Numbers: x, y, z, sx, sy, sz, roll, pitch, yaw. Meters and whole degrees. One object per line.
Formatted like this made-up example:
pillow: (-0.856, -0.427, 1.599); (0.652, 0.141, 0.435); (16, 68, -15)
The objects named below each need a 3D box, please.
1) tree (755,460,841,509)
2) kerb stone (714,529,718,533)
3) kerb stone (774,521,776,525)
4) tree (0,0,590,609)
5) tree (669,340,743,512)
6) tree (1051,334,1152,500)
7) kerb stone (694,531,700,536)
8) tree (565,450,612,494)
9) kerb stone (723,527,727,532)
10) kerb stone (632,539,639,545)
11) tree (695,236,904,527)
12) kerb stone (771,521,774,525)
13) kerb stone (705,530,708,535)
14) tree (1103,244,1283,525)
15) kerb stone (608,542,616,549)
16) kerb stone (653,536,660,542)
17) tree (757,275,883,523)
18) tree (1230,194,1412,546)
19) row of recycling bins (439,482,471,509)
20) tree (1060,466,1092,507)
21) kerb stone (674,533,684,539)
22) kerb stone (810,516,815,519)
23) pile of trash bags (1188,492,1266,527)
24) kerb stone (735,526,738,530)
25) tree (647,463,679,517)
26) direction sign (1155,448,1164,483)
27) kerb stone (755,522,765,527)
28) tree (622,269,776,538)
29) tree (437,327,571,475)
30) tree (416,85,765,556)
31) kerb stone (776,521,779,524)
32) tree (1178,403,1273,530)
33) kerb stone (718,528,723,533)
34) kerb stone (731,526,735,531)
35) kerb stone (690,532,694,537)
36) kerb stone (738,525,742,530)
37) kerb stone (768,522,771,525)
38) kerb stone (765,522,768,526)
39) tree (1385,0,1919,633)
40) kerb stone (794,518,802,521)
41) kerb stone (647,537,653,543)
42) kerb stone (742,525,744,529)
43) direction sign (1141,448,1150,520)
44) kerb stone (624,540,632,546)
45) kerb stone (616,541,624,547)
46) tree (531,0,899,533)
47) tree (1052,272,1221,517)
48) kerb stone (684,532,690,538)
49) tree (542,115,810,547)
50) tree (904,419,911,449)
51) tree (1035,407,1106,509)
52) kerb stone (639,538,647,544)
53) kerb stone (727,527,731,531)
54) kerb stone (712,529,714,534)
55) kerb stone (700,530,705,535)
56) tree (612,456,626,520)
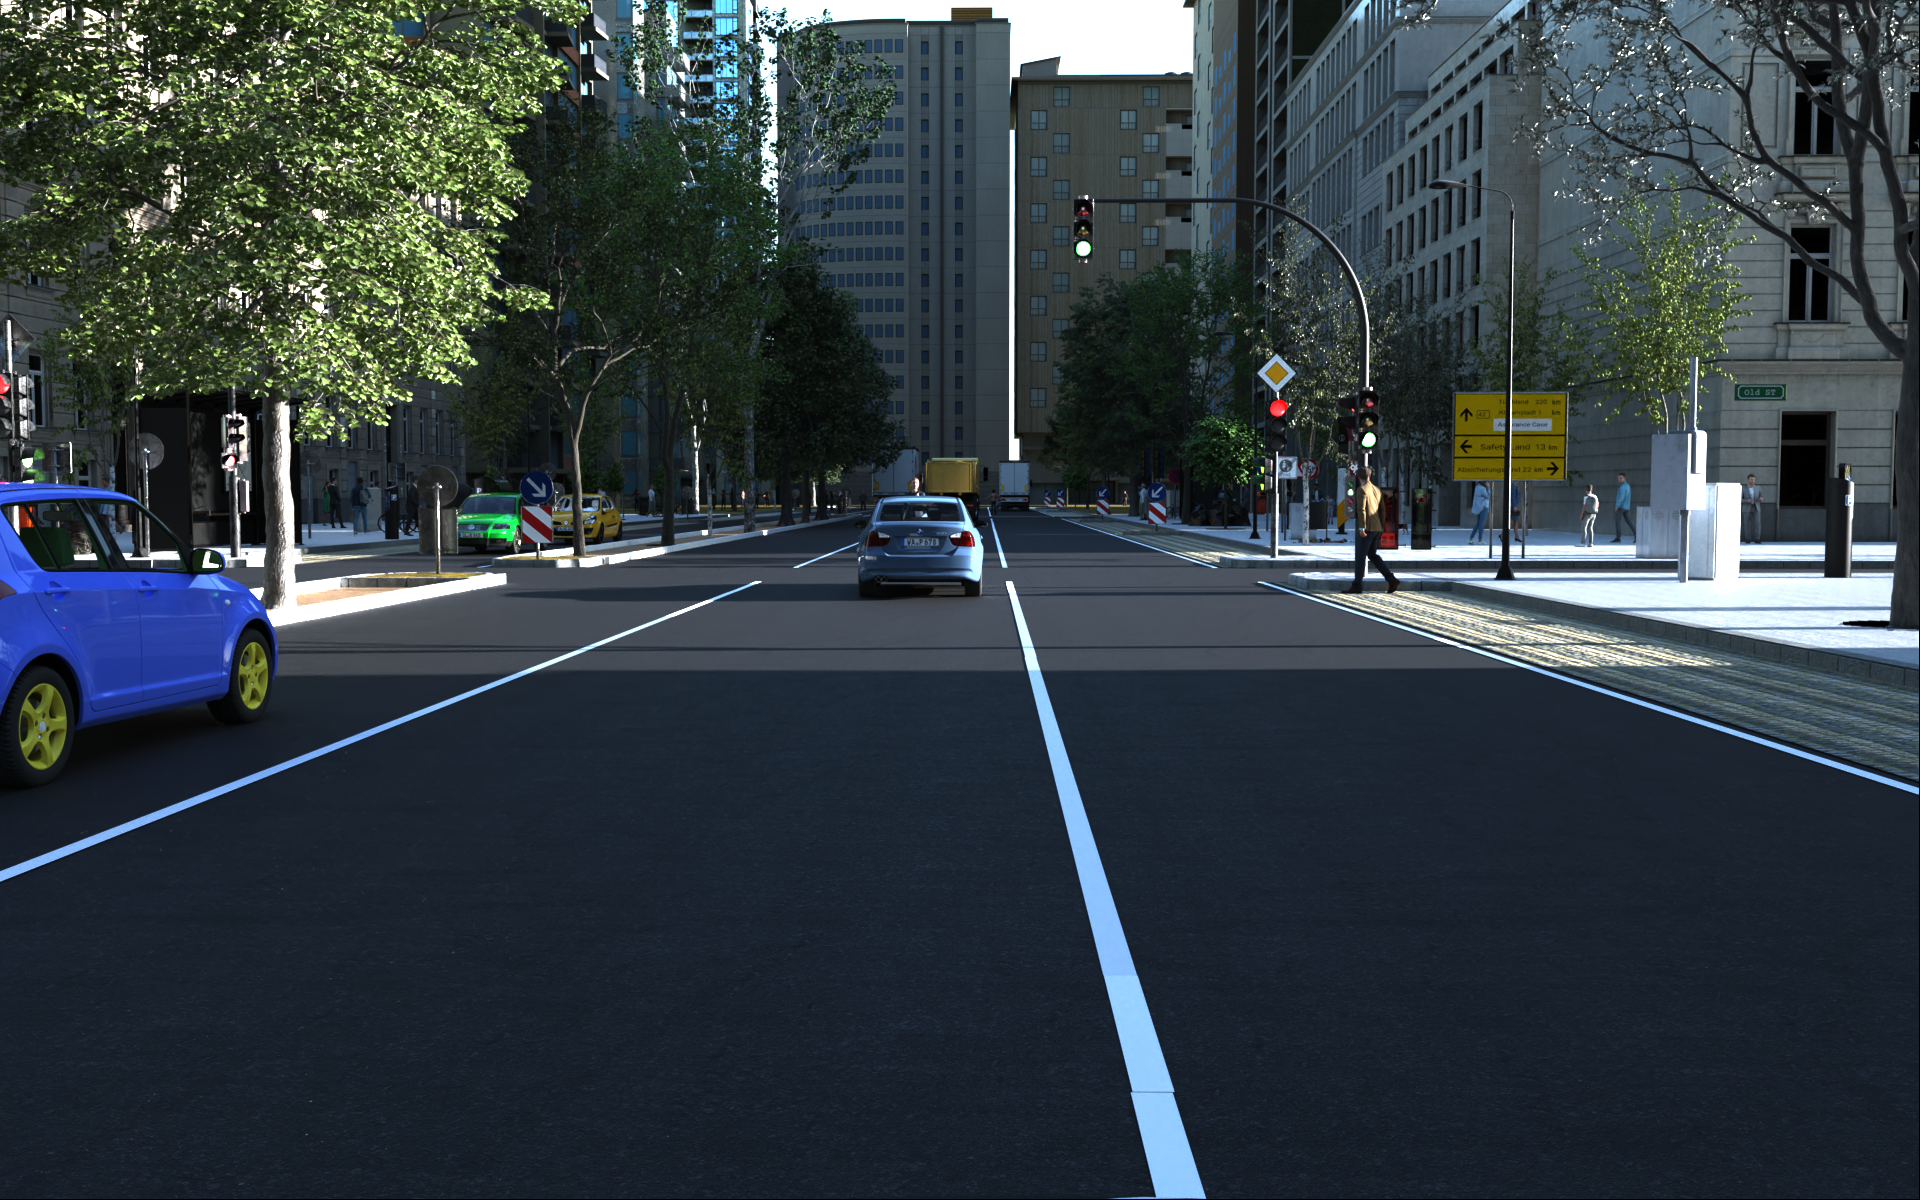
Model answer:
tree: (-15.620, -16.902, 182.997); (9.857, 13.997, 8.962); (0, 3, 0)
kerb stone: (-8.976, -2.470, 62.711); (0.120, 0.150, 1.000); (0, 4, 1)
kerb stone: (-8.735, -3.543, 80.150); (0.120, 0.150, 1.000); (0, 4, 1)
tree: (-8.595, -6.182, 21.659); (7.486, 12.596, 7.792); (0, 3, 0)
tree: (-16.490, -13.265, 127.245); (12.009, 13.543, 11.850); (0, 3, 0)
tree: (9.960, -12.439, 121.505); (7.486, 12.596, 7.792); (0, 3, 0)
kerb stone: (-9.043, -2.227, 58.613); (0.120, 0.150, 1.000); (0, 4, 1)
tree: (-16.420, -4.945, 75.449); (1.663, 3.219, 1.824); (0, 3, 0)
kerb stone: (-8.948, -2.603, 64.760); (0.120, 0.150, 1.000); (0, 4, 1)
kerb stone: (-9.187, -1.600, 48.365); (0.120, 0.150, 1.000); (0, 4, 1)
tree: (-7.638, -9.577, 76.051); (9.611, 12.733, 9.660); (0, 3, 0)
kerb stone: (-8.754, -3.482, 79.126); (0.120, 0.150, 1.000); (0, 4, 1)
kerb stone: (-9.012, -2.352, 60.659); (0.120, 0.150, 1.000); (0, 4, 1)
tree: (9.574, -8.977, 72.537); (9.928, 11.665, 9.643); (0, 3, 0)
kerb stone: (-9.224, -1.413, 45.291); (0.120, 0.150, 1.000); (0, 4, 1)
kerb stone: (-9.141, -1.788, 51.436); (0.120, 0.150, 1.000); (0, 4, 1)
tree: (-7.710, -10.079, 85.373); (7.486, 12.596, 7.792); (0, 3, 0)
tree: (8.579, -5.636, 42.506); (4.360, 8.622, 3.978); (0, 3, 0)
row of recycling bins: (-18.293, -3.416, 62.960); (1.069, 1.692, 3.534); (-1, 4, -22)
tree: (11.370, -11.367, 169.567); (4.285, 4.588, 4.351); (0, 3, 0)
kerb stone: (-9.078, -2.039, 55.538); (0.120, 0.150, 1.000); (0, 4, 1)
kerb stone: (-8.466, -4.739, 99.676); (0.120, 0.150, 1.000); (0, 4, 1)
pile of trash bags: (10.991, -3.667, 69.709); (3.447, 1.369, 1.912); (-2, 4, -30)
kerb stone: (-8.909, -2.792, 67.838); (0.120, 0.150, 1.000); (0, 4, 1)
tree: (-16.801, -6.310, 97.772); (1.663, 3.219, 1.824); (0, 3, 0)
direction sign: (9.837, -5.731, 85.696); (0.379, 3.537, 0.876); (-2, 4, -26)
kerb stone: (-8.793, -3.293, 76.033); (0.120, 0.150, 1.000); (0, 4, 1)
tree: (-7.991, -6.258, 55.146); (4.737, 8.622, 4.395); (0, 3, 0)
tree: (-19.851, -7.566, 74.073); (4.737, 8.622, 4.395); (0, 3, 0)
tree: (-8.385, -6.205, 38.327); (8.767, 10.594, 7.601); (0, 4, 1)
kerb stone: (-8.721, -3.602, 81.177); (0.120, 0.150, 1.000); (0, 4, 1)
tree: (9.587, -4.831, 62.694); (4.285, 4.588, 4.351); (0, 3, 0)
kerb stone: (-8.964, -2.541, 63.737); (0.120, 0.150, 1.000); (0, 4, 1)
kerb stone: (-8.923, -2.729, 66.813); (0.120, 0.150, 1.000); (0, 4, 1)
kerb stone: (-9.059, -2.164, 57.583); (0.120, 0.150, 1.000); (0, 4, 1)
kerb stone: (-8.896, -2.854, 68.866); (0.120, 0.150, 1.000); (0, 4, 1)
kerb stone: (-8.763, -3.419, 78.088); (0.120, 0.150, 1.000); (0, 4, 1)
kerb stone: (-8.780, -3.350, 77.058); (0.120, 0.150, 1.000); (0, 4, 1)
tree: (8.983, -6.478, 16.278); (12.009, 13.543, 11.850); (0, 3, 0)
kerb stone: (-8.577, -4.237, 91.465); (0.120, 0.150, 1.000); (0, 4, 1)
kerb stone: (-9.158, -1.723, 50.414); (0.120, 0.150, 1.000); (0, 4, 1)
kerb stone: (-8.884, -2.918, 69.897); (0.120, 0.150, 1.000); (0, 4, 1)
direction sign: (9.104, -5.700, 85.195); (0.379, 3.537, 0.876); (-1, 4, -22)
kerb stone: (-9.199, -1.536, 47.340); (0.120, 0.150, 1.000); (0, 4, 1)
kerb stone: (-9.205, -1.475, 46.315); (0.120, 0.150, 1.000); (0, 4, 1)
tree: (-8.951, -12.582, 64.067); (12.611, 20.169, 13.585); (0, 3, 0)
tree: (10.086, -11.759, 98.911); (9.857, 13.997, 8.962); (0, 3, 0)
kerb stone: (-9.062, -2.102, 56.560); (0.120, 0.150, 1.000); (0, 4, 1)
tree: (-7.922, -7.274, 47.137); (9.928, 11.665, 9.643); (0, 3, 0)
tree: (-7.524, -10.676, 94.012); (9.611, 12.733, 9.660); (0, 3, 0)
tree: (11.216, -14.841, 177.061); (7.601, 10.594, 8.767); (-2, 4, -29)
kerb stone: (-9.166, -1.662, 49.387); (0.120, 0.150, 1.000); (0, 4, 1)
kerb stone: (-8.936, -2.666, 65.790); (0.120, 0.150, 1.000); (0, 4, 1)
kerb stone: (-8.994, -2.415, 61.681); (0.120, 0.150, 1.000); (0, 4, 1)
kerb stone: (-9.020, -2.290, 59.635); (0.120, 0.150, 1.000); (0, 4, 1)
tree: (-17.128, -5.601, 86.181); (1.663, 3.219, 1.824); (0, 3, 0)
